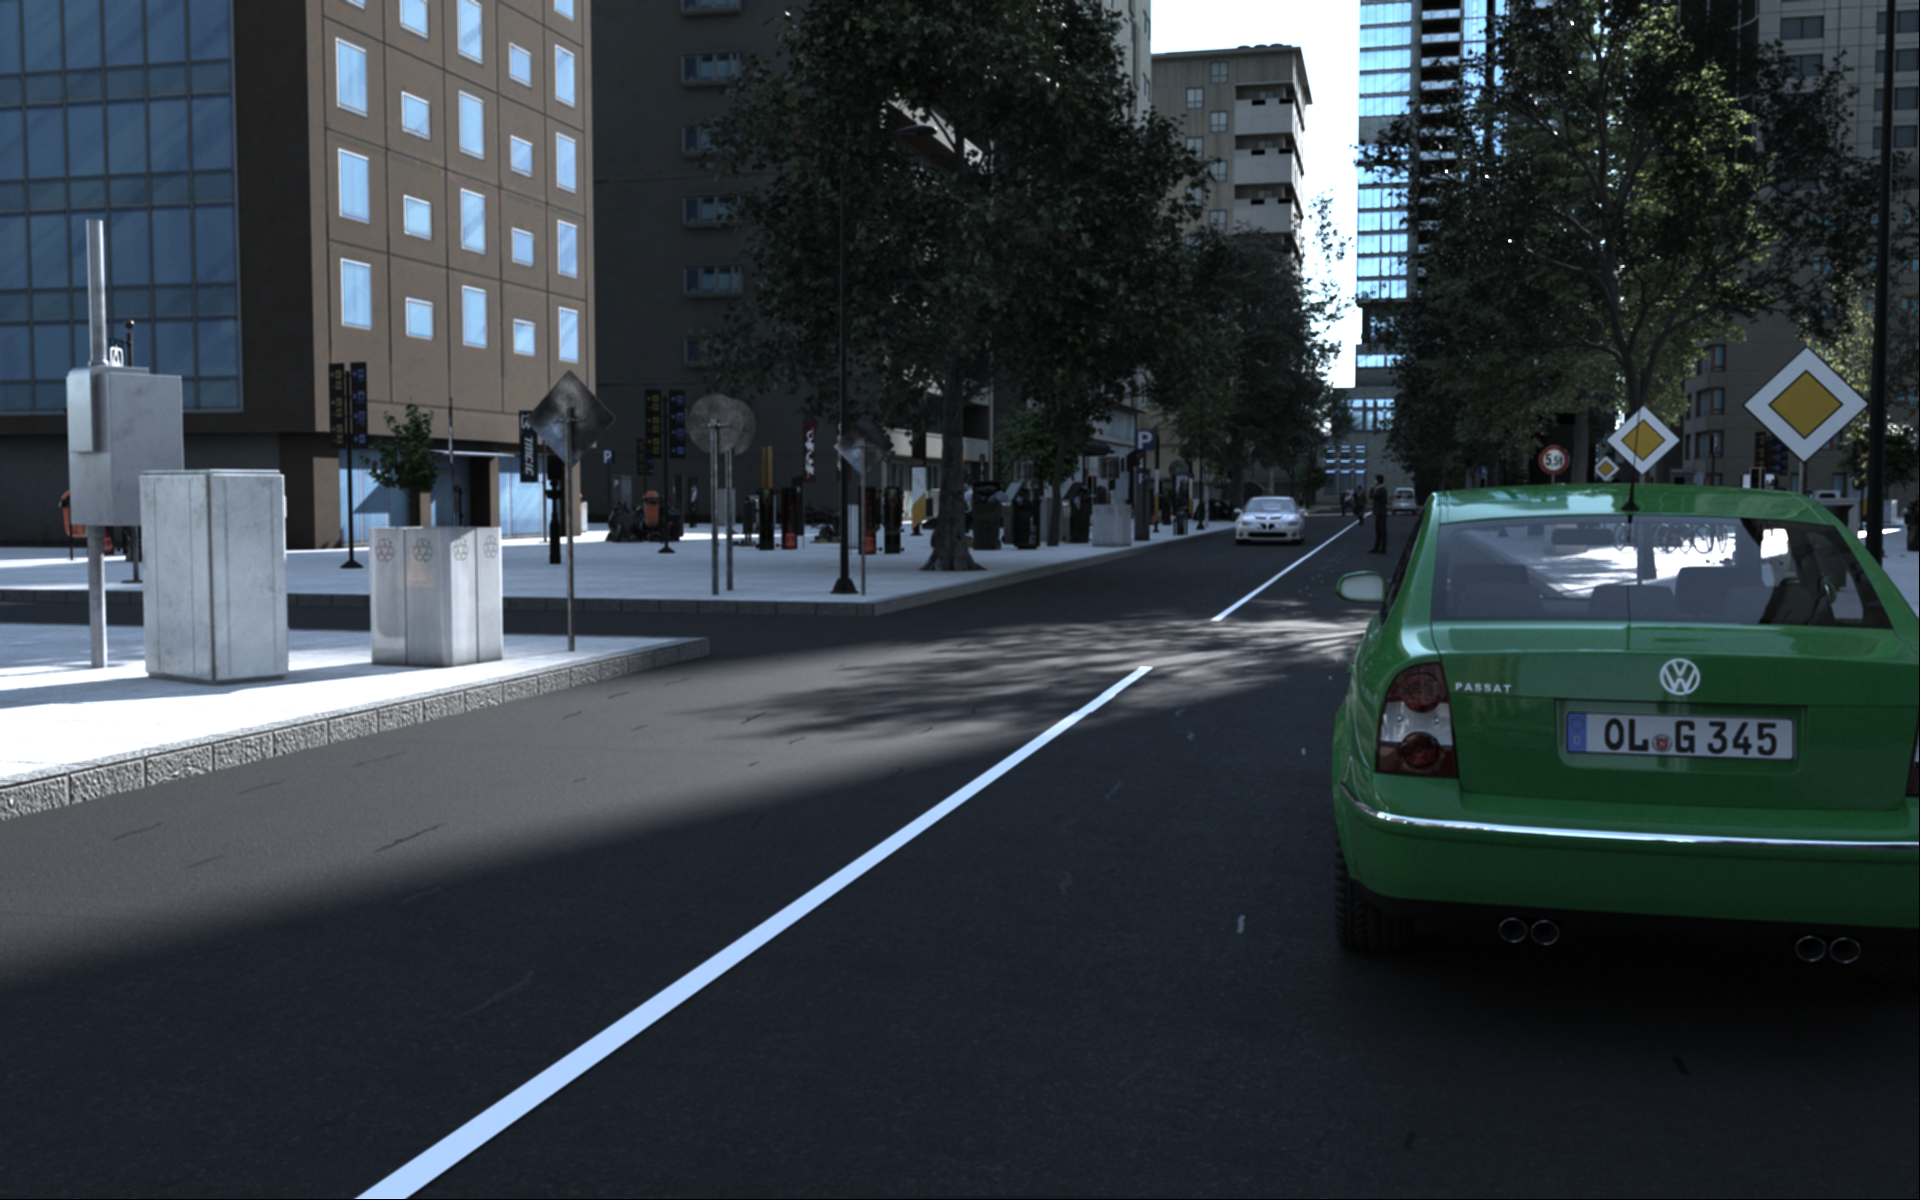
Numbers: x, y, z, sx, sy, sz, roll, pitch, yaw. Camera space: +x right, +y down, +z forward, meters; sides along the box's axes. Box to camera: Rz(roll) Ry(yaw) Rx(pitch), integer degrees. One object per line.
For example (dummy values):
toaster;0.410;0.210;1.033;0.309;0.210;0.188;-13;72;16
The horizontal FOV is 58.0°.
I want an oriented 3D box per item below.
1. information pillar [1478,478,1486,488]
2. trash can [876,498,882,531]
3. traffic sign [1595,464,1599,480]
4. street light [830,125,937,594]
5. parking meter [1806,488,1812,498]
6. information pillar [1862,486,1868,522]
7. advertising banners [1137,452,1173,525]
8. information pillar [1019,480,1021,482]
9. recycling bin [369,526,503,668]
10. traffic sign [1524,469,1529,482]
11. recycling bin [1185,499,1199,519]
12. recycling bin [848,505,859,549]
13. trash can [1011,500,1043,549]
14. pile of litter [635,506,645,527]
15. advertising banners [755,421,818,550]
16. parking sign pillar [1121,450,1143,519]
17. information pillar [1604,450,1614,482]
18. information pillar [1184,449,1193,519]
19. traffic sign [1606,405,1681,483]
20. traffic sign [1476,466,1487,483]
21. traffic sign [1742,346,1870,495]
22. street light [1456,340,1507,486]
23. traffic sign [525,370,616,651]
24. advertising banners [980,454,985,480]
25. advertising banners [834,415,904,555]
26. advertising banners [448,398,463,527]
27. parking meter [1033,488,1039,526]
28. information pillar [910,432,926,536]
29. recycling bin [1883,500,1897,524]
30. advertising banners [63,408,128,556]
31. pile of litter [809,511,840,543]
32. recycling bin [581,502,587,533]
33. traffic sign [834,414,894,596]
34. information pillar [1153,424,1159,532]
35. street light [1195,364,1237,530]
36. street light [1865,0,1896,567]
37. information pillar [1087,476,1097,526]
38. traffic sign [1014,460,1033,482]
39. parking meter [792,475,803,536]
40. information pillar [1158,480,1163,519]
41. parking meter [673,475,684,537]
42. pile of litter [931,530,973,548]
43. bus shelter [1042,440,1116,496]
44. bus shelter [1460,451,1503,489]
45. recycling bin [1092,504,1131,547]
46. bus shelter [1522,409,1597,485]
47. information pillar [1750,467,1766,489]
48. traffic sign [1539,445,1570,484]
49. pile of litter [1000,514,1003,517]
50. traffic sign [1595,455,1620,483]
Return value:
information pillar;23.411;-4.479;77.727;0.304;2.012;0.304;1;4;11
trash can;-3.055;-2.932;59.589;0.748;1.137;0.748;0;3;0
traffic sign;25.957;-4.358;71.366;0.768;2.556;0.104;1;4;16
street light;-0.971;-3.029;22.071;1.470;5.913;1.316;1;4;14
parking meter;36.952;-4.106;75.544;0.372;1.533;0.369;0;3;0
information pillar;41.576;-5.384;79.376;0.183;3.616;0.504;-3;5;-43
advertising banners;8.100;-4.648;72.189;0.090;3.025;2.074;-3;4;-39
information pillar;2.831;-5.508;81.412;0.183;3.616;0.504;-1;4;-13
recycling bin;-3.984;-0.039;13.195;0.722;1.027;0.722;1;4;21
traffic sign;28.572;-5.354;87.641;0.768;2.556;0.104;1;4;23
recycling bin;12.052;-4.760;90.384;0.722;1.027;0.722;3;5;41
recycling bin;-2.405;-1.728;40.811;0.722;1.027;0.722;0;4;5
trash can;1.564;-1.756;40.369;0.748;1.137;0.748;0;3;0
pile of litter;-11.419;-3.032;63.541;1.176;0.858;1.719;1;4;18
advertising banners;-3.982;-2.688;40.140;0.090;3.025;2.074;3;4;38
parking sign pillar;9.069;-6.242;90.534;1.447;3.967;1.447;1;4;13
information pillar;32.362;-5.812;86.381;0.504;3.616;0.183;2;4;35
information pillar;11.694;-5.955;88.723;0.504;3.616;0.183;-2;4;-26
traffic sign;7.693;-0.974;19.567;0.795;2.450;0.064;1;4;14
traffic sign;23.684;-4.779;78.241;0.768;2.556;0.104;1;4;16
traffic sign;5.740;-0.500;11.824;0.795;2.450;0.064;1;4;14
street light;15.758;-4.853;51.892;1.470;5.913;1.316;1;4;14
traffic sign;-3.171;-0.639;14.084;0.795;2.450;0.064;1;4;14
advertising banners;0.660;-4.913;76.512;0.090;3.025;2.074;-2;4;-24
advertising banners;-1.947;-2.480;36.728;0.090;3.025;2.074;3;5;43
advertising banners;-9.025;-2.128;30.977;0.090;3.025;2.074;-1;4;-20
parking meter;3.168;-3.808;70.669;0.372;1.533;0.369;0;3;0
information pillar;-1.277;-3.798;53.457;0.504;3.616;0.183;2;4;32
recycling bin;40.031;-3.815;74.929;0.722;1.027;0.722;-3;5;-43
advertising banners;-17.983;-2.458;36.382;0.090;3.025;2.074;1;4;16
pile of litter;-3.100;-1.945;45.772;1.719;0.858;1.176;0;4;3
recycling bin;-12.779;-2.723;57.076;0.722;1.027;0.722;2;4;24
traffic sign;-1.218;-1.112;21.827;0.795;2.450;0.064;1;4;14
information pillar;6.579;-4.071;57.921;0.183;3.616;0.504;0;4;-1
street light;9.212;-5.487;62.247;1.470;5.913;1.316;1;4;14
street light;5.691;-2.400;11.788;1.470;5.913;1.316;1;4;14
information pillar;5.253;-3.958;69.199;0.304;2.012;0.304;2;4;34
traffic sign;1.894;-3.051;52.019;0.606;2.300;0.079;1;4;20
parking meter;-5.002;-2.909;53.273;0.399;1.863;0.255;0;4;1
information pillar;10.234;-5.162;88.883;0.304;2.012;0.304;-1;4;-11
parking meter;-8.450;-2.830;51.987;0.255;1.863;0.399;-1;4;-16
pile of litter;-0.087;-1.701;41.775;1.176;0.858;1.719;2;4;34
bus shelter;4.060;-4.111;61.141;2.014;3.302;5.546;1;4;14
bus shelter;24.977;-5.431;82.715;2.014;3.302;5.546;1;4;14
recycling bin;3.732;-1.836;42.568;0.722;1.027;0.722;3;4;38
bus shelter;16.896;-3.542;49.190;1.731;3.624;6.357;1;4;14
information pillar;21.851;-2.630;47.489;0.304;2.012;0.304;-3;5;-41
traffic sign;15.489;-2.759;45.215;0.768;2.556;0.104;1;4;18
pile of litter;2.153;-4.325;84.685;1.719;0.858;1.176;-1;4;-14
traffic sign;19.195;-3.079;51.525;0.795;2.450;0.064;1;4;16
